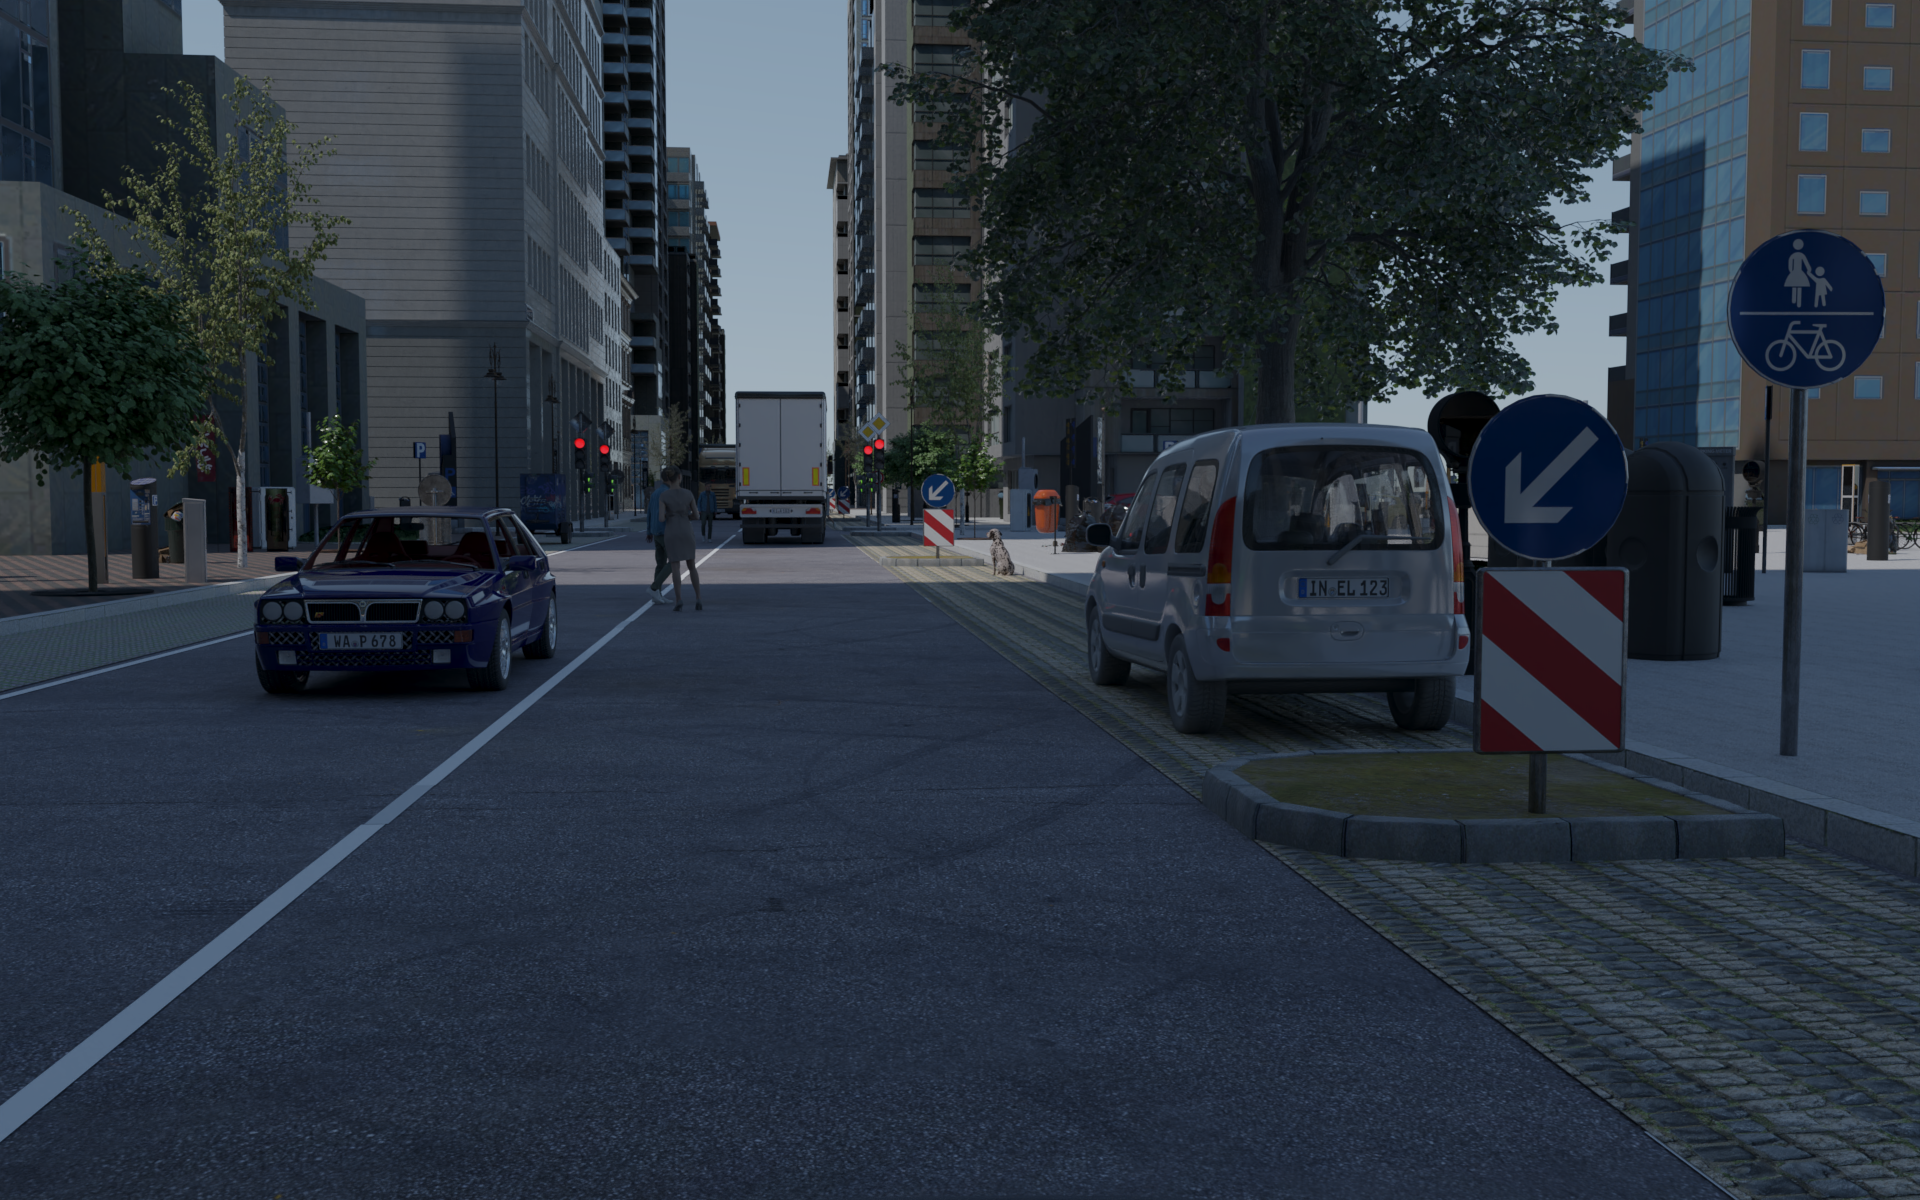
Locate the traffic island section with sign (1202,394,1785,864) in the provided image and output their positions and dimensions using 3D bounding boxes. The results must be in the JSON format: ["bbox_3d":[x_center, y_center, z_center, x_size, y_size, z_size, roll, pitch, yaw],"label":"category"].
[{"bbox_3d":[2.153,0.061,7.636,1.989,1.847,2.006,0,4,-6],"label":"traffic island section with sign"}]

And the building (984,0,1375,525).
[{"bbox_3d":[8.649,-23.831,73.226,14.086,41.232,14.154,0,4,-6],"label":"building"}]

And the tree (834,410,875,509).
[{"bbox_3d":[-8.944,-12.386,152.874,4.360,8.622,3.978,0,3,0],"label":"tree"}]

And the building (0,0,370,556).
[{"bbox_3d":[-33.922,-44.627,42.330,31.000,86.520,22.319,0,4,-6],"label":"building"}]

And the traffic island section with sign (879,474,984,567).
[{"bbox_3d":[-0.611,-1.607,34.905,1.989,1.847,2.006,0,4,-6],"label":"traffic island section with sign"}]

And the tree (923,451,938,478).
[{"bbox_3d":[-0.659,-4.402,66.573,1.663,3.219,1.824,0,3,0],"label":"tree"}]

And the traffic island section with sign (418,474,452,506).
[{"bbox_3d":[-10.328,-1.548,33.938,1.989,1.847,2.006,0,4,-6],"label":"traffic island section with sign"}]

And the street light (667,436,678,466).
[{"bbox_3d":[-22.547,-9.932,135.173,0.468,5.910,1.993,0,4,-6],"label":"street light"}]

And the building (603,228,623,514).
[{"bbox_3d":[-26.324,-15.221,103.613,10.420,20.320,16.860,0,4,-6],"label":"building"}]

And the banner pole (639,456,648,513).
[{"bbox_3d":[-20.972,-7.626,114.700,0.863,3.779,0.401,2,4,28],"label":"banner pole"}]

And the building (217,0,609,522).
[{"bbox_3d":[-23.515,-18.514,80.201,11.434,29.767,29.804,0,4,-6],"label":"building"}]

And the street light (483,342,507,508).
[{"bbox_3d":[-14.146,-4.896,52.837,0.468,5.910,1.993,0,4,-6],"label":"street light"}]

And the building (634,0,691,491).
[{"bbox_3d":[-38.823,-45.350,179.732,20.563,71.187,20.611,0,4,-6],"label":"building"}]

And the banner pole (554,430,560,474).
[{"bbox_3d":[-15.896,-4.788,68.296,0.401,3.779,0.863,-3,4,-36],"label":"banner pole"}]

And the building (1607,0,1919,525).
[{"bbox_3d":[39.334,-26.130,77.343,14.200,45.320,14.600,0,4,-6],"label":"building"}]

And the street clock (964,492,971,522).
[{"bbox_3d":[0.324,-4.523,78.528,0.358,2.002,0.471,0,4,1],"label":"street clock"}]

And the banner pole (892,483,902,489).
[{"bbox_3d":[-4.233,-7.620,114.596,0.863,3.779,0.401,-1,4,-21],"label":"banner pole"}]

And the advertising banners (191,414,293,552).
[{"bbox_3d":[-15.874,-2.573,38.259,2.074,3.025,0.090,-1,4,-12],"label":"advertising banners"}]

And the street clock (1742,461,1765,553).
[{"bbox_3d":[17.174,-2.012,37.464,0.358,2.002,0.471,-2,4,-26],"label":"street clock"}]

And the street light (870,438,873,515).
[{"bbox_3d":[-5.428,-8.142,105.913,0.468,5.910,1.993,0,4,-6],"label":"street light"}]

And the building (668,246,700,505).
[{"bbox_3d":[-37.364,-26.142,199.130,14.160,30.474,14.107,0,4,-6],"label":"building"}]

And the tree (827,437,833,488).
[{"bbox_3d":[-16.932,-16.849,225.838,4.737,8.622,4.395,0,3,0],"label":"tree"}]

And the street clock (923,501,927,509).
[{"bbox_3d":[-1.738,-4.973,85.886,0.471,2.002,0.358,-1,4,-15],"label":"street clock"}]

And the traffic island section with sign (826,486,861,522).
[{"bbox_3d":[-6.179,-4.990,90.217,1.989,1.847,2.006,0,4,-6],"label":"traffic island section with sign"}]

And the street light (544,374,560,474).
[{"bbox_3d":[-15.650,-5.738,66.599,0.468,5.910,1.993,0,4,-6],"label":"street light"}]

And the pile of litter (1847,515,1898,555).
[{"bbox_3d":[19.532,-1.417,37.137,1.719,0.858,1.176,-3,5,-44],"label":"pile of litter"}]

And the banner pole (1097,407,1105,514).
[{"bbox_3d":[4.066,-3.660,49.853,0.401,3.779,0.863,1,4,21],"label":"banner pole"}]

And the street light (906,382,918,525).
[{"bbox_3d":[-1.995,-6.030,71.382,0.468,5.910,1.993,0,4,-6],"label":"street light"}]

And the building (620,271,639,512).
[{"bbox_3d":[-28.604,-15.716,121.580,10.561,19.102,19.286,0,4,-6],"label":"building"}]

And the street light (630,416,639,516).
[{"bbox_3d":[-18.949,-7.836,100.901,0.468,5.910,1.993,0,4,-6],"label":"street light"}]

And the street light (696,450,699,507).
[{"bbox_3d":[-26.803,-12.501,177.184,0.468,5.910,1.993,0,4,-6],"label":"street light"}]

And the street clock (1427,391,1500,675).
[{"bbox_3d":[3.568,-0.472,12.286,0.471,2.002,0.358,0,4,-4],"label":"street clock"}]

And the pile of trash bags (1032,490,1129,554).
[{"bbox_3d":[2.975,-1.723,37.931,3.447,1.369,1.912,-3,4,-39],"label":"pile of trash bags"}]

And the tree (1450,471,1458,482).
[{"bbox_3d":[15.365,-3.475,51.426,1.663,3.219,1.824,0,3,0],"label":"tree"}]

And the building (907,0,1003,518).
[{"bbox_3d":[3.799,-20.086,100.110,14.160,30.474,14.107,0,4,-6],"label":"building"}]

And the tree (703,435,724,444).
[{"bbox_3d":[-30.574,-16.227,215.672,4.360,8.622,3.978,0,3,0],"label":"tree"}]

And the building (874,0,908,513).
[{"bbox_3d":[4.126,-35.874,128.539,21.231,58.520,28.212,0,4,-6],"label":"building"}]

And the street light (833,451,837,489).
[{"bbox_3d":[-13.283,-12.905,183.777,0.468,5.910,1.993,0,4,-6],"label":"street light"}]

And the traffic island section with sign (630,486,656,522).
[{"bbox_3d":[-15.883,-4.918,89.038,1.989,1.847,2.006,0,4,-6],"label":"traffic island section with sign"}]

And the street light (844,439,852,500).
[{"bbox_3d":[-9.781,-10.755,148.629,0.468,5.910,1.993,0,4,-6],"label":"street light"}]
